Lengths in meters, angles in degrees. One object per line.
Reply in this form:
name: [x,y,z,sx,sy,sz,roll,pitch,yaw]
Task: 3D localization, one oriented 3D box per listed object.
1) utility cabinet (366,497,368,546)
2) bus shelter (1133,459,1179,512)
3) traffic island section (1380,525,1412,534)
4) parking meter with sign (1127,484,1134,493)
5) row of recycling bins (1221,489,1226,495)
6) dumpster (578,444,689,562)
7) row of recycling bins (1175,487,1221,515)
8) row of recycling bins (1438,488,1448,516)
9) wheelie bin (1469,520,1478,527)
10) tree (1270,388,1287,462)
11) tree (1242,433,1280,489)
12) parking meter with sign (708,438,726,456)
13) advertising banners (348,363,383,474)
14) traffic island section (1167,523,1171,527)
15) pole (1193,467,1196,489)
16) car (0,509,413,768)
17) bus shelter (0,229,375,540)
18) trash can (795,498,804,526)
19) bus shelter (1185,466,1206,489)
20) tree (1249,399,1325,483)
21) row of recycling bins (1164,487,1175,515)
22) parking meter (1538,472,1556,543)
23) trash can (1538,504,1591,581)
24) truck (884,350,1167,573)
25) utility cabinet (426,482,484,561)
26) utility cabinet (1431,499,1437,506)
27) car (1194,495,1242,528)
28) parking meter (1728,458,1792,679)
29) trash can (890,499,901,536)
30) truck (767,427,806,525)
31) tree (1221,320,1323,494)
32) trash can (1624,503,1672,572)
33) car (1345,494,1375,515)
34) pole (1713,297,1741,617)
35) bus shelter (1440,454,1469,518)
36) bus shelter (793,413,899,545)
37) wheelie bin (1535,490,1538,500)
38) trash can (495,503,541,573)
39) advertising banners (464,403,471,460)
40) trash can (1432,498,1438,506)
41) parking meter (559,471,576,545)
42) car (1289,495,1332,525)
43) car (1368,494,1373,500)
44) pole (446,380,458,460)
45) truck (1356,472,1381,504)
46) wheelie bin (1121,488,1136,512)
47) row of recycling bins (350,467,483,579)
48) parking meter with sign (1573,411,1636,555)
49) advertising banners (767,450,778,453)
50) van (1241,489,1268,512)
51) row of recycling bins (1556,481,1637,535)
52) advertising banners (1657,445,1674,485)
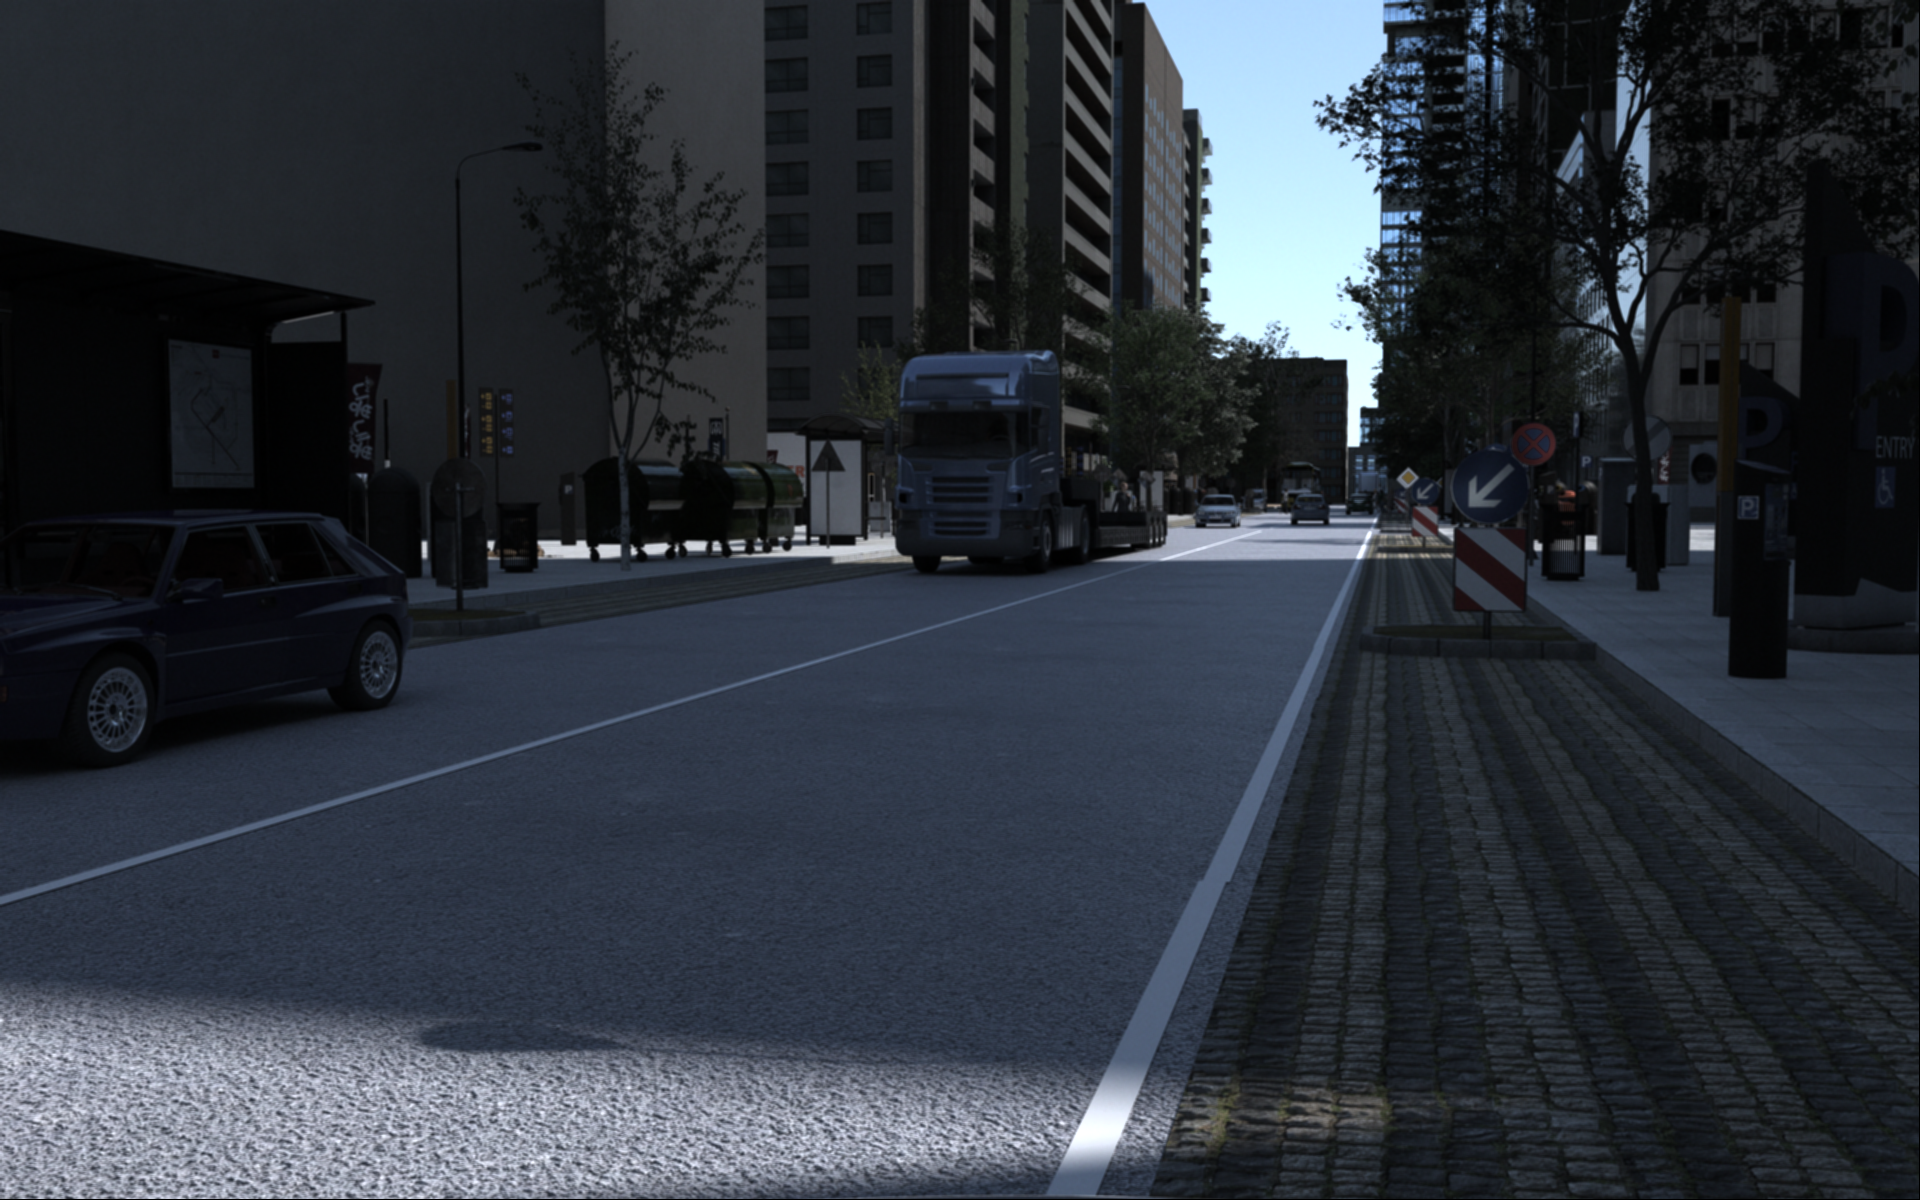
utility cabinet: [-13.621,-1.787,40.379,1.020,1.237,0.306,-2,4,-24]
bus shelter: [11.632,-6.654,102.712,2.014,3.302,5.546,1,4,14]
traffic island section: [16.594,-2.559,64.128,2.009,0.180,2.903,1,4,14]
parking meter with sign: [12.584,-8.132,129.220,1.738,3.016,0.543,0,4,-7]
row of recycling bins: [21.453,-8.417,144.735,1.069,1.692,3.534,1,4,23]
dumpster: [-6.271,-1.884,33.291,1.502,2.255,1.985,1,4,14]
row of recycling bins: [16.132,-6.808,118.416,3.534,1.692,1.069,-3,5,-43]
row of recycling bins: [30.649,-6.133,107.379,1.069,1.692,3.534,0,4,-7]
wheelie bin: [18.307,-3.238,60.854,0.980,1.594,0.693,3,5,44]
tree: [25.448,-14.068,155.774,9.928,11.665,9.643,0,3,0]
tree: [28.551,-13.170,165.690,4.360,8.622,3.978,0,3,0]
parking meter with sign: [-7.681,-3.492,53.359,0.543,3.016,1.738,0,4,6]
advertising banners: [-8.650,-1.629,22.819,2.074,3.025,0.090,-2,4,-29]
traffic island section: [7.982,-3.192,74.474,2.009,0.180,2.903,1,4,14]
pole: [16.354,-7.761,120.735,0.158,3.312,0.155,0,3,0]
car: [-4.976,0.132,10.427,1.945,1.354,3.894,1,4,13]
bus shelter: [-8.674,-1.657,18.374,1.731,3.624,6.357,1,4,14]
trash can: [-6.615,-3.553,69.750,0.748,1.137,0.748,0,3,0]
bus shelter: [16.989,-8.136,126.952,2.014,3.302,5.546,1,4,14]
tree: [40.203,-18.706,216.205,12.009,13.543,11.850,0,3,0]
row of recycling bins: [12.584,-6.434,112.311,1.069,1.692,3.534,2,4,29]
parking meter: [15.267,-2.407,45.066,0.399,1.863,0.255,-1,4,-16]
trash can: [8.968,-0.861,25.732,0.748,1.137,0.748,0,3,0]
truck: [2.148,-2.969,38.310,2.967,4.110,18.799,1,4,14]
utility cabinet: [-9.477,-1.460,32.552,1.173,1.500,0.318,2,4,28]
utility cabinet: [38.035,-7.864,139.736,1.020,1.237,0.306,1,4,22]
car: [11.195,-3.851,74.966,2.014,1.417,4.499,1,4,12]
parking meter: [5.613,-0.229,12.149,0.372,1.533,0.369,0,3,0]
trash can: [-1.695,-2.395,50.818,0.748,1.137,0.748,0,3,0]
truck: [-9.937,-5.264,74.972,11.283,4.237,2.839,1,4,16]
tree: [34.067,-20.221,186.507,12.611,20.169,13.585,0,3,0]
trash can: [11.370,-1.041,28.682,0.748,1.137,0.748,0,3,0]
car: [28.287,-6.774,122.560,2.131,1.459,4.920,1,4,14]
pole: [7.995,-1.481,18.050,0.158,3.312,0.155,0,3,0]
bus shelter: [26.063,-5.887,90.176,2.014,3.302,5.546,1,4,14]
bus shelter: [-2.539,-3.175,45.831,2.014,3.302,5.546,1,4,14]
wheelie bin: [39.741,-6.830,119.572,0.693,1.594,0.980,0,4,5]
trash can: [-7.235,-1.024,28.388,0.748,1.137,0.748,0,3,0]
advertising banners: [-10.005,-2.319,34.111,0.090,3.025,2.074,-3,4,-36]
trash can: [37.721,-7.674,137.122,0.748,1.137,0.748,0,3,0]
parking meter: [-9.817,-2.300,43.312,0.399,1.863,0.255,-1,4,-21]
car: [16.561,-4.272,81.848,2.014,1.417,4.499,1,4,13]
car: [42.735,-10.546,182.216,2.009,1.686,4.222,1,4,16]
pole: [-9.101,-2.279,31.103,0.158,3.312,0.155,0,3,0]
truck: [48.482,-13.204,205.636,2.967,4.110,18.799,1,4,13]
wheelie bin: [8.655,-5.006,89.751,0.980,1.594,0.693,1,4,17]
row of recycling bins: [-9.081,-1.194,26.633,3.534,1.692,1.069,0,4,1]
parking meter with sign: [13.850,-2.460,36.475,1.738,3.016,0.543,0,4,7]
advertising banners: [-8.243,-4.445,68.857,2.074,3.025,0.090,0,4,6]
van: [22.769,-7.752,133.763,2.013,2.044,4.112,1,4,14]
row of recycling bins: [19.966,-2.889,54.351,1.069,1.692,3.534,-3,5,-44]
advertising banners: [24.592,-4.052,62.443,2.074,3.025,0.090,1,4,16]
